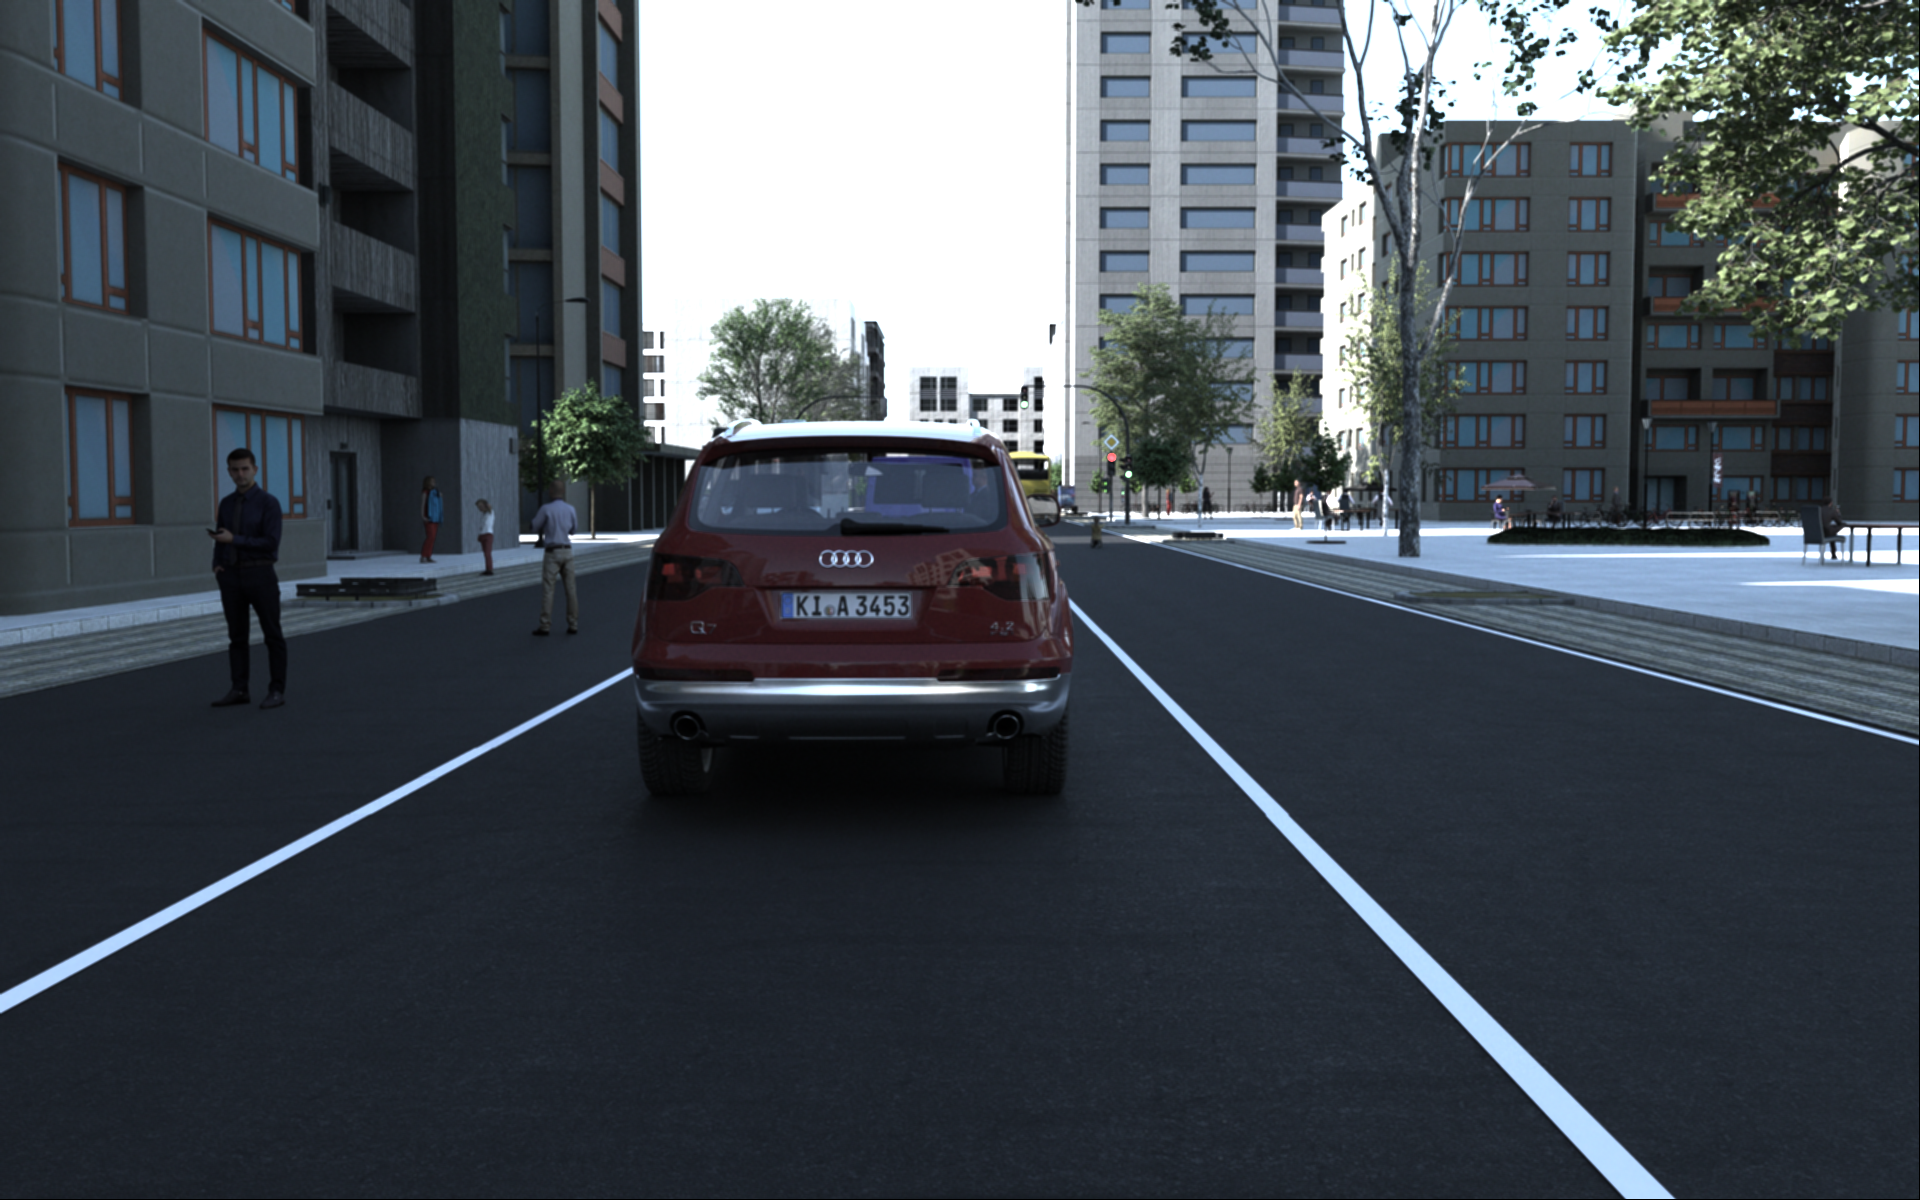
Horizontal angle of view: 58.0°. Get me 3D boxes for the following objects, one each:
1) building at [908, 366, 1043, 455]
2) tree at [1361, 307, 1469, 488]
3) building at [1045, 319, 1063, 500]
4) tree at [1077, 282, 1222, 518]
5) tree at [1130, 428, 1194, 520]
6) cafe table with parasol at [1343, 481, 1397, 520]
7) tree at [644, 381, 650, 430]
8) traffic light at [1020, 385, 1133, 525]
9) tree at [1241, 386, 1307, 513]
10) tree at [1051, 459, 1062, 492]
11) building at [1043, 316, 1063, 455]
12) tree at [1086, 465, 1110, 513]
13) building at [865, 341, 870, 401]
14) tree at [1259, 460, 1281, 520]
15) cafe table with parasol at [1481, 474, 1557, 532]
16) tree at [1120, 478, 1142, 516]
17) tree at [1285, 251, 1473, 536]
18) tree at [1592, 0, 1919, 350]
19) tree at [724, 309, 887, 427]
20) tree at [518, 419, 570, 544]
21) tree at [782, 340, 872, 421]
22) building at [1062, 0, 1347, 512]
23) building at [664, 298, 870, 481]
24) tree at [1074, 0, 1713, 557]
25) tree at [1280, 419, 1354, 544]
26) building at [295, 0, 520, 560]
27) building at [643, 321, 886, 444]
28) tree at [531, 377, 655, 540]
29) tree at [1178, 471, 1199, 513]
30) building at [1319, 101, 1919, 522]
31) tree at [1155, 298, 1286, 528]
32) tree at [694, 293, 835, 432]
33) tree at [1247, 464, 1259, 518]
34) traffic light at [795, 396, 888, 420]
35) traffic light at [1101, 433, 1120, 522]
[{"bbox_3d":[8.600,-23.304,247.478,31.486,18.905,16.747,0,4,0],"label":"building"},{"bbox_3d":[17.600,-7.169,67.579,4.360,8.622,3.978,0,3,0],"label":"tree"},{"bbox_3d":[17.544,-20.579,192.889,16.016,20.091,11.380,0,4,0],"label":"building"},{"bbox_3d":[10.104,-10.673,92.633,7.486,12.596,7.792,0,3,0],"label":"tree"},{"bbox_3d":[9.900,-6.238,85.711,4.285,4.588,4.351,0,3,0],"label":"tree"},{"bbox_3d":[20.533,-5.013,86.821,2.610,1.966,2.610,2,4,34],"label":"cafe table with parasol"},{"bbox_3d":[-18.182,-8.436,88.287,4.737,8.622,4.395,0,3,0],"label":"tree"},{"bbox_3d":[4.891,-5.970,72.275,4.771,5.953,1.251,0,4,0],"label":"traffic light"},{"bbox_3d":[21.488,-10.225,117.537,4.360,8.622,3.978,0,3,0],"label":"tree"},{"bbox_3d":[9.295,-10.828,160.754,4.285,4.588,4.351,0,3,0],"label":"tree"},{"bbox_3d":[24.144,-22.688,214.928,27.936,21.610,32.646,0,4,0],"label":"building"},{"bbox_3d":[9.249,-7.471,116.751,1.663,3.219,1.824,0,3,0],"label":"tree"},{"bbox_3d":[-18.035,-20.593,193.118,16.016,20.091,11.380,0,4,0],"label":"building"},{"bbox_3d":[15.924,-5.532,85.054,1.663,3.219,1.824,0,3,0],"label":"tree"},{"bbox_3d":[18.970,-3.298,58.788,2.610,1.966,2.610,0,4,5],"label":"cafe table with parasol"},{"bbox_3d":[10.001,-6.425,99.656,1.663,3.219,1.824,0,3,0],"label":"tree"},{"bbox_3d":[13.343,-6.300,53.365,4.737,8.622,4.395,0,3,0],"label":"tree"},{"bbox_3d":[8.910,-5.890,14.429,7.486,12.596,7.792,0,3,0],"label":"tree"},{"bbox_3d":[-9.976,-12.417,113.389,12.009,13.543,11.850,0,3,0],"label":"tree"},{"bbox_3d":[-10.821,-3.067,44.743,1.663,3.219,1.824,0,3,0],"label":"tree"},{"bbox_3d":[-10.074,-12.714,126.002,7.486,12.596,7.792,0,3,0],"label":"tree"},{"bbox_3d":[18.533,-36.216,134.133,21.231,58.520,28.212,0,4,0],"label":"building"},{"bbox_3d":[-18.205,-18.673,171.763,16.747,18.905,31.486,0,4,0],"label":"building"},{"bbox_3d":[8.230,-10.877,33.732,12.611,20.169,13.585,0,3,0],"label":"tree"},{"bbox_3d":[9.419,-3.092,45.159,1.663,3.219,1.824,0,3,0],"label":"tree"},{"bbox_3d":[-17.611,-16.033,33.837,14.160,30.474,14.107,0,4,0],"label":"building"},{"bbox_3d":[-26.030,-22.876,217.992,32.646,21.610,27.936,0,4,0],"label":"building"},{"bbox_3d":[-10.223,-3.956,48.401,4.285,4.588,4.351,0,3,0],"label":"tree"},{"bbox_3d":[15.272,-7.510,117.389,1.663,3.219,1.824,0,3,0],"label":"tree"},{"bbox_3d":[36.881,-15.232,94.079,28.899,21.520,27.650,0,4,0],"label":"building"},{"bbox_3d":[9.316,-7.086,66.220,4.737,8.622,4.395,0,3,0],"label":"tree"},{"bbox_3d":[-10.231,-10.024,89.654,9.928,11.665,9.643,0,3,0],"label":"tree"},{"bbox_3d":[16.360,-6.119,94.653,1.663,3.219,1.824,0,3,0],"label":"tree"},{"bbox_3d":[-5.727,-6.470,80.446,4.771,5.953,1.251,0,4,0],"label":"traffic light"},{"bbox_3d":[7.002,-5.595,80.396,0.839,4.253,0.868,0,4,0],"label":"traffic light"}]
